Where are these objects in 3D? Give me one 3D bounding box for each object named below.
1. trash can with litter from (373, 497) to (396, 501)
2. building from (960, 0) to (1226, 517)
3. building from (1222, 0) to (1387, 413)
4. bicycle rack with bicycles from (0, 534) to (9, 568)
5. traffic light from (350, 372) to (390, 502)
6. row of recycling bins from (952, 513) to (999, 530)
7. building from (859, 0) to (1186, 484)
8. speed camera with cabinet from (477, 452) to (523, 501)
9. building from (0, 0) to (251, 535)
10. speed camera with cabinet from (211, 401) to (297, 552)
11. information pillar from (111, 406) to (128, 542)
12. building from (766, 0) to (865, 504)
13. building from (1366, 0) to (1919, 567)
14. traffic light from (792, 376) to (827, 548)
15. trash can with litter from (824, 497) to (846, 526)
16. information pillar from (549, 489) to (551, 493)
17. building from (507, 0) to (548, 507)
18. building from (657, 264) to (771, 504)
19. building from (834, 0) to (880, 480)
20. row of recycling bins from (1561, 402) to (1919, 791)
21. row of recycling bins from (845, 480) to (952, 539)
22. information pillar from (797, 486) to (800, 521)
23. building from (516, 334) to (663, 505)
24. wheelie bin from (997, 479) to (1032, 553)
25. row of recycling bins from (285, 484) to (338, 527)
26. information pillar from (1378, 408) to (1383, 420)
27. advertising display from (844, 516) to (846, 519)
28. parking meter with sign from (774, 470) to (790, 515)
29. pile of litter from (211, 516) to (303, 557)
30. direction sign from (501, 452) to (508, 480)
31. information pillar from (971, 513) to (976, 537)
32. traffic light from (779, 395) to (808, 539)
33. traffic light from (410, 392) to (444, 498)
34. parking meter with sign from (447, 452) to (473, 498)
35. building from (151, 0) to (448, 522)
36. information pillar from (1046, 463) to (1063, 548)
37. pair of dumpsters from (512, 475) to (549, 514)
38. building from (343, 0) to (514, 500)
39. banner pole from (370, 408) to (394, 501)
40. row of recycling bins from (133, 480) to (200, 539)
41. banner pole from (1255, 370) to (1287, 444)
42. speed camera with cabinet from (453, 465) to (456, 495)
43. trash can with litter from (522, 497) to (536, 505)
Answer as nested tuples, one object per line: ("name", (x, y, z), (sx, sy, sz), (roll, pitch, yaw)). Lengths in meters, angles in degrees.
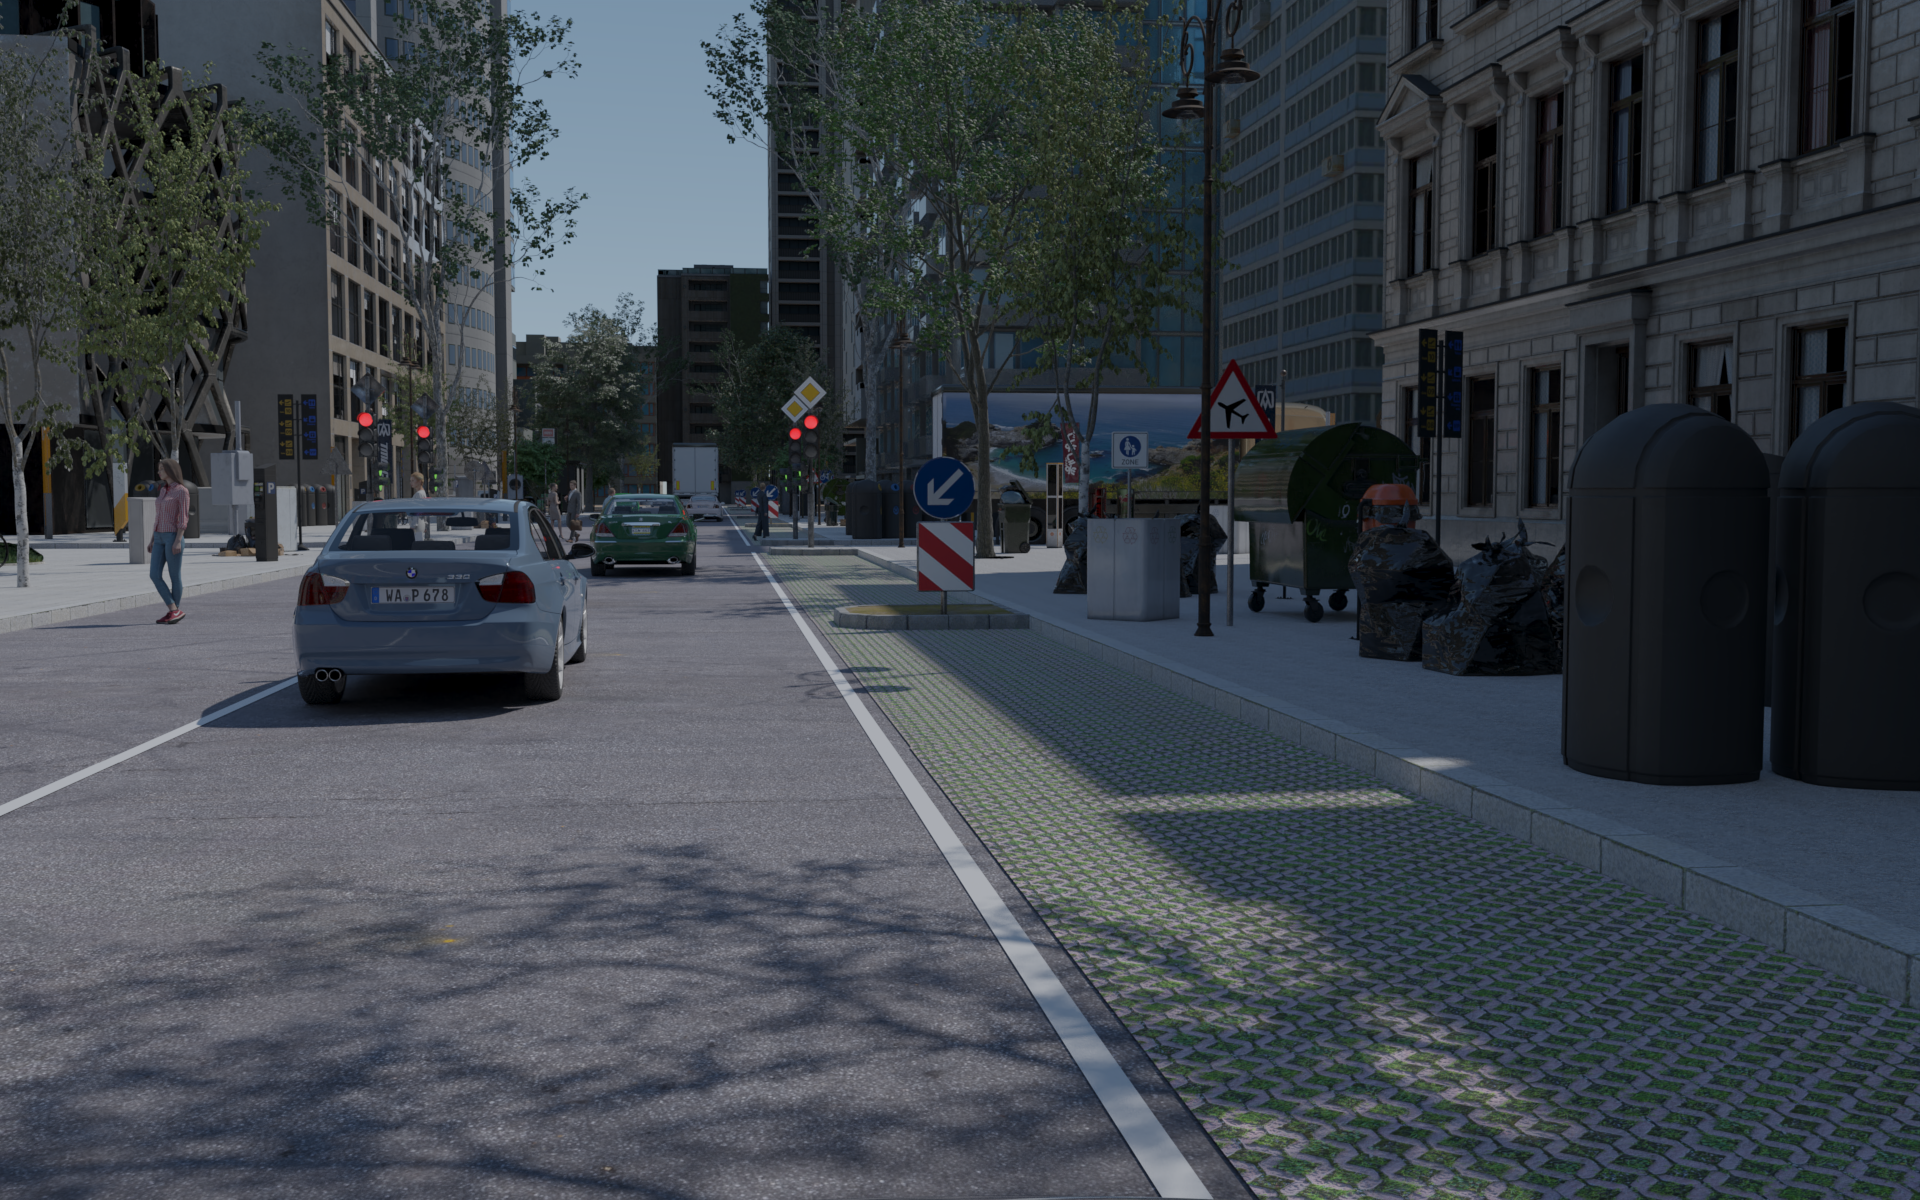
("trash can with litter", (-20.901, -3.129, 62.550), (0.624, 1.170, 1.055), (0, 4, 7))
("building", (7.882, -29.944, 109.193), (23.786, 49.044, 30.456), (0, 4, -8))
("building", (24.944, -23.180, 70.869), (23.993, 40.220, 32.217), (0, 4, -8))
("bicycle rack with bicycles", (-17.157, -0.926, 28.530), (2.852, 0.926, 2.925), (2, 4, 31))
("traffic light", (-13.594, -3.117, 39.891), (0.839, 4.253, 0.868), (0, 4, -8))
("row of recycling bins", (-0.006, -3.341, 61.735), (3.534, 1.692, 1.069), (-2, 4, -23))
("building", (3.679, -32.474, 150.552), (23.786, 49.044, 30.456), (0, 4, -8))
("speed camera with cabinet", (-21.472, -5.294, 80.893), (2.038, 3.252, 0.660), (-1, 4, -11))
("building", (-34.482, -11.825, 60.793), (16.820, 18.784, 16.811), (0, 4, -8))
("speed camera with cabinet", (-15.324, -2.647, 37.609), (0.660, 3.252, 2.038), (1, 4, 18))
("information pillar", (-22.427, -3.356, 46.225), (0.504, 3.616, 0.183), (2, 4, 29))
("building", (-14.492, -48.174, 225.895), (20.611, 71.187, 20.563), (0, 4, -8))
("building", (14.100, -9.839, 25.499), (10.561, 19.102, 19.286), (0, 4, -8))
("traffic light", (-3.585, -3.205, 41.322), (0.839, 4.253, 0.868), (0, 4, -8))
("trash can with litter", (-4.871, -3.523, 68.993), (1.055, 1.170, 0.624), (1, 4, 13))
("information pillar", (-27.413, -7.630, 116.105), (0.504, 3.616, 0.183), (1, 4, 17))
("building", (-57.573, -52.665, 173.742), (31.000, 86.520, 22.319), (0, 4, -8))
("building", (-31.467, -27.485, 221.081), (14.107, 30.474, 14.160), (0, 4, -8))
("building", (2.109, -36.151, 180.305), (28.713, 52.752, 27.495), (0, 4, -8))
("row of recycling bins", (4.590, -0.043, 7.809), (3.534, 1.692, 1.069), (0, 4, 5))
("row of recycling bins", (-1.835, -2.642, 50.313), (1.069, 1.692, 3.534), (3, 5, 39))
("information pillar", (-7.924, -4.865, 84.038), (0.304, 2.012, 0.304), (0, 4, -7))
("building", (-53.684, -23.231, 224.870), (28.899, 21.520, 27.650), (0, 4, -8))
("wheelie bin", (1.177, -1.818, 37.633), (0.693, 1.594, 0.980), (-1, 4, -12))
("row of recycling bins", (-26.086, -3.817, 69.520), (1.069, 1.692, 3.534), (0, 4, 6))
("information pillar", (10.538, -3.175, 43.258), (0.183, 3.616, 0.504), (-1, 4, -15))
("advertising display", (-5.611, -4.898, 85.288), (0.123, 1.923, 0.974), (-1, 4, -13))
("parking meter with sign", (-10.602, -6.763, 106.833), (1.738, 3.016, 0.543), (0, 4, -3))
("pile of litter", (-14.594, -1.348, 36.003), (1.719, 0.858, 1.176), (-1, 4, -9))
("direction sign", (-24.789, -6.262, 94.382), (0.379, 3.537, 0.876), (0, 4, 6))
("information pillar", (0.367, -3.679, 51.506), (0.183, 3.616, 0.504), (0, 4, 0))
("traffic light", (-4.707, -3.689, 49.228), (0.839, 4.253, 0.868), (0, 4, -8))
("traffic light", (-14.716, -3.601, 47.797), (0.839, 4.253, 0.868), (0, 4, -8))
("parking meter with sign", (-20.559, -4.630, 71.969), (1.738, 3.016, 0.543), (-3, 4, -37))
("building", (-39.768, -17.560, 91.625), (19.350, 26.468, 34.151), (0, 4, -8))
("information pillar", (2.242, -2.235, 41.036), (0.304, 2.012, 0.304), (2, 4, 27))
("pair of dumpsters", (-21.117, -5.039, 84.878), (1.574, 2.255, 4.437), (0, 4, -8))
("building", (-46.858, -36.112, 132.430), (21.231, 58.520, 28.212), (0, 4, -8))
("banner pole", (-17.038, -3.719, 50.828), (0.863, 3.779, 0.401), (-3, 4, -38))
("row of recycling bins", (-23.300, -2.678, 50.898), (1.069, 1.692, 3.534), (-3, 5, -43))
("banner pole", (6.305, -2.750, 34.986), (0.863, 3.779, 0.401), (-1, 4, -17))
("speed camera with cabinet", (-33.705, -7.453, 116.194), (0.660, 3.252, 2.038), (-1, 4, -14))
("trash can with litter", (-19.263, -4.046, 77.534), (0.624, 1.170, 1.055), (0, 4, 1))
